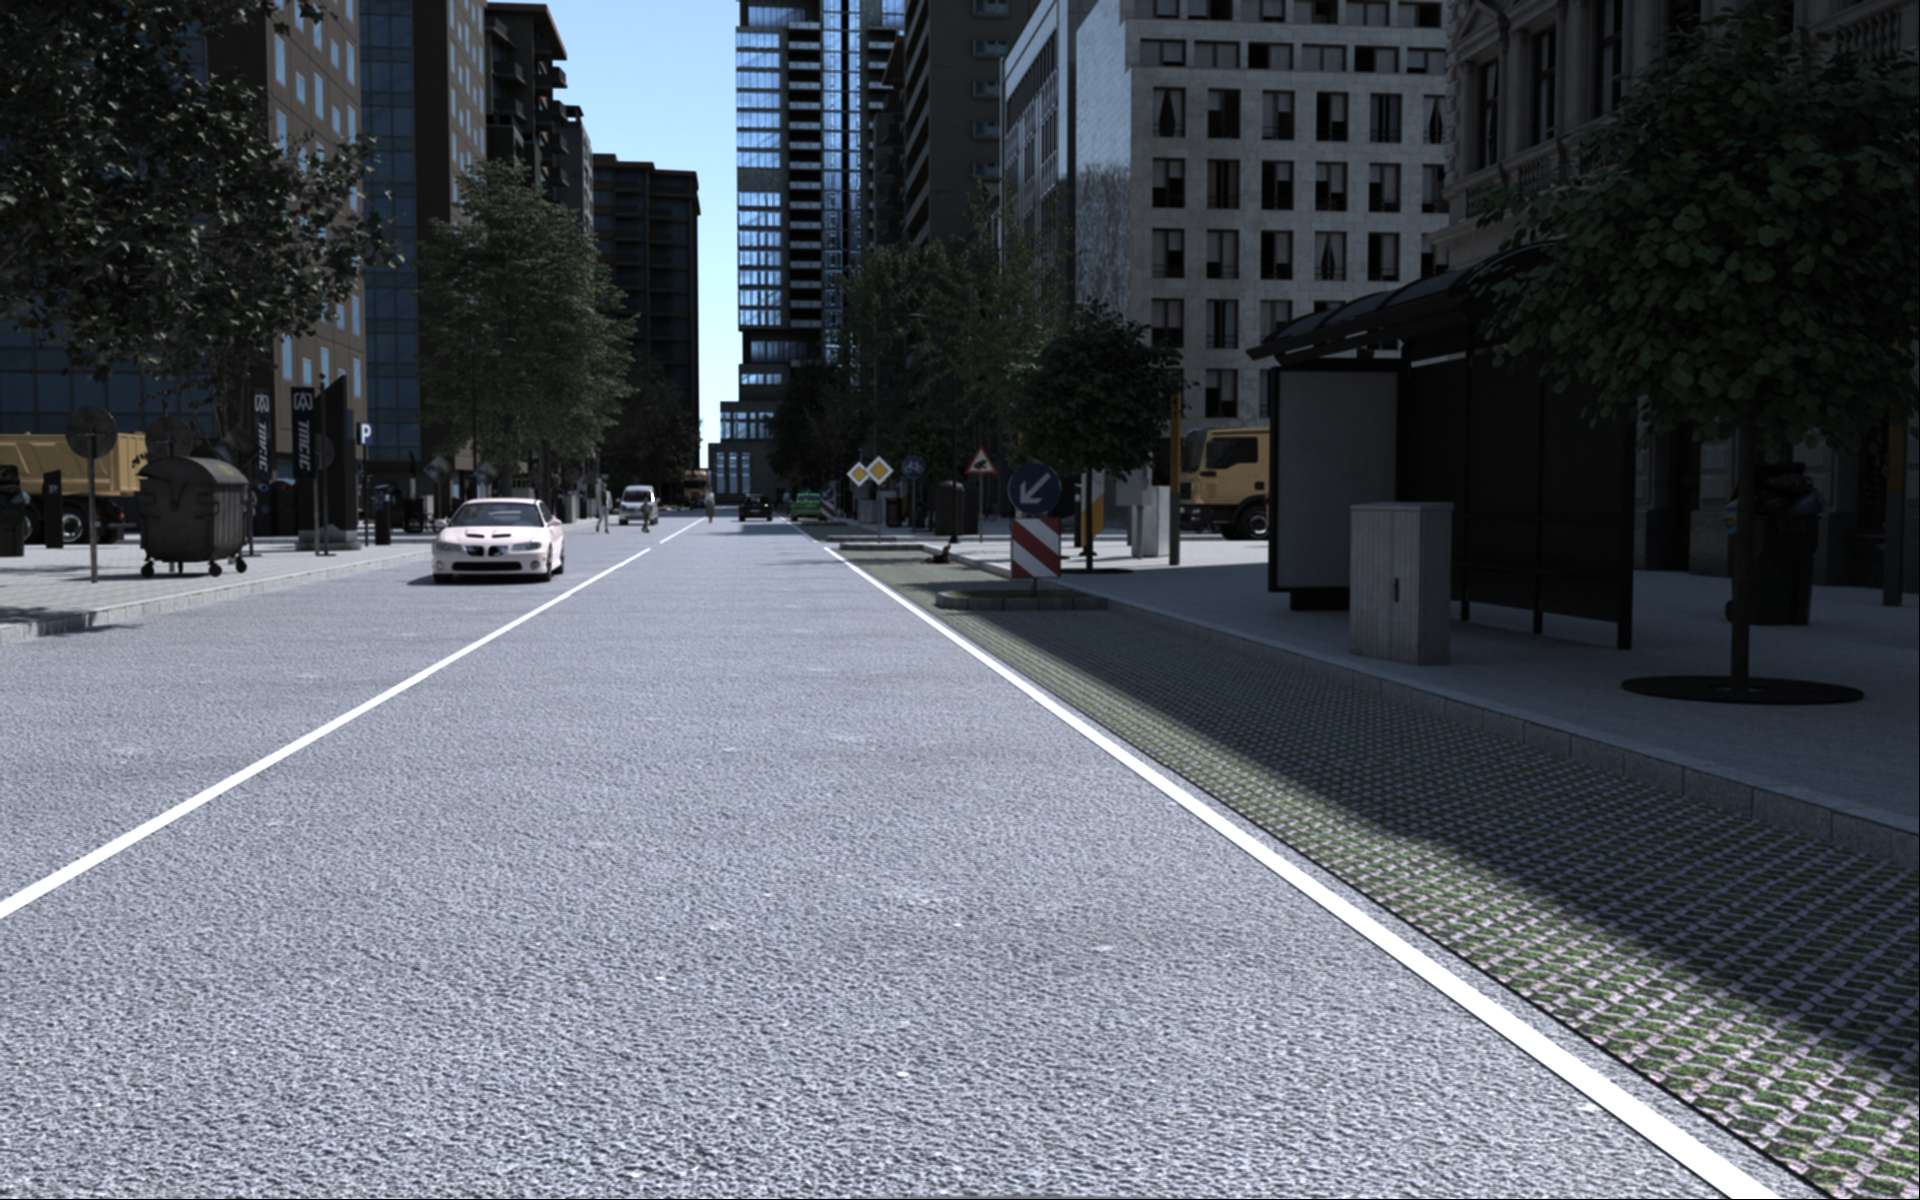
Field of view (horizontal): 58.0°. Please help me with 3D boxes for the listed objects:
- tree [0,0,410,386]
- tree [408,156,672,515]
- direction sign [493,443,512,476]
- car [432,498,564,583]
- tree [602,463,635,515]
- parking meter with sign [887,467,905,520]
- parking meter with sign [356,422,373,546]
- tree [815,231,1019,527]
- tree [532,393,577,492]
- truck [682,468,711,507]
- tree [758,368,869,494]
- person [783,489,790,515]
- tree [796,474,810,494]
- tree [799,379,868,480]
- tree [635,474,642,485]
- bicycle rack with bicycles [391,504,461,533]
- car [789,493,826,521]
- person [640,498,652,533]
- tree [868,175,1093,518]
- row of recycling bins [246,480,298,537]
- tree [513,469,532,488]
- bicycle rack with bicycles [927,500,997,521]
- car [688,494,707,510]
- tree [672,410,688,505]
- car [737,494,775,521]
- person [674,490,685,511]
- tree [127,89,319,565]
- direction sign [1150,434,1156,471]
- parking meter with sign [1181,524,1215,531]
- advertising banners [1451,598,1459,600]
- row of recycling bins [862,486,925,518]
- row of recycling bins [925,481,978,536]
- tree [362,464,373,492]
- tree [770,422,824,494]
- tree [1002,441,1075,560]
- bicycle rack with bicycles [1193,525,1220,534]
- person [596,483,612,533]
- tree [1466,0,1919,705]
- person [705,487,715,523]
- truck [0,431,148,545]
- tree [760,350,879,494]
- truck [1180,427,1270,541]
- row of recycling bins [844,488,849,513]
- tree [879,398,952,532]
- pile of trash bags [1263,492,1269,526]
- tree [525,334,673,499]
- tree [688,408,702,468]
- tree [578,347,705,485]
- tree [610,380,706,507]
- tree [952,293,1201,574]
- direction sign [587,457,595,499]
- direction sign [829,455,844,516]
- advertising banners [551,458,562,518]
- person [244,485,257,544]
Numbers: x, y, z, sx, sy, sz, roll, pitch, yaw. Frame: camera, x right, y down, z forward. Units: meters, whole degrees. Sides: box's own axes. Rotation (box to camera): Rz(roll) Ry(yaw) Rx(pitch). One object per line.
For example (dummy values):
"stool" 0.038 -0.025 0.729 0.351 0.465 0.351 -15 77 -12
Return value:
"tree" -11.319 -6.197 18.328 9.611 12.733 9.660 0 3 0
"tree" -15.125 -8.604 58.798 7.486 12.596 7.792 0 3 0
"direction sign" -20.210 -5.173 76.575 0.379 3.537 0.876 3 5 43
"car" -7.838 -1.057 29.651 2.083 1.381 4.827 -1 4 -9
"tree" -21.878 -6.990 108.894 1.663 3.219 1.824 0 3 0
"parking meter with sign" -3.260 -5.552 87.032 0.543 3.016 1.738 -2 4 -28
"parking meter with sign" -15.323 -2.829 42.509 1.738 3.016 0.543 1 4 14
"tree" -1.719 -8.666 67.448 9.928 11.665 9.643 0 3 0
"tree" -28.189 -10.378 120.050 4.737 8.622 4.395 0 3 0
"truck" -28.699 -12.258 189.337 2.839 4.237 11.283 0 4 -5
"tree" -13.641 -15.339 161.157 12.009 13.543 11.850 0 3 0
"person" -12.019 -6.834 120.461 0.478 1.798 0.641 2 4 26
"tree" -18.744 -15.499 203.765 4.737 8.622 4.395 0 3 0
"tree" -8.253 -10.080 115.165 4.360 8.622 3.978 0 3 0
"tree" -24.692 -8.203 128.728 1.663 3.219 1.824 0 3 0
"bicycle rack with bicycles" -17.902 -2.802 59.191 2.852 0.926 2.925 1 4 23
"car" -8.032 -5.076 91.792 1.959 1.807 4.718 0 4 -8
"person" -11.704 -3.173 64.643 0.475 1.303 0.640 -3 5 -45
"tree" 1.193 -5.454 39.531 4.737 8.622 4.395 0 3 0
"row of recycling bins" -21.093 -2.795 52.817 1.069 1.692 3.534 2 4 28
"tree" -29.327 -7.342 114.646 1.663 3.219 1.824 0 3 0
"bicycle rack with bicycles" -0.050 -4.162 81.424 2.852 0.926 2.925 -3 5 -40
"car" -23.813 -9.082 158.278 2.009 1.686 4.222 0 4 -7
"tree" -16.471 -9.316 70.442 7.486 12.596 7.792 0 3 0
"car" -10.843 -5.030 92.026 2.009 1.686 4.222 0 4 -5
"person" -23.815 -8.429 147.030 1.217 1.736 0.721 2 4 35
"tree" -13.457 -4.962 31.483 4.360 8.622 3.978 0 3 0
"direction sign" 6.358 -4.016 57.664 0.379 3.537 0.876 2 4 25
"parking meter with sign" 8.103 -3.941 60.696 1.738 3.016 0.543 0 4 1
"advertising banners" 6.127 -1.507 20.828 2.074 3.025 0.090 1 4 14
"row of recycling bins" -3.525 -5.290 93.600 3.534 1.692 1.069 -1 4 -13
"row of recycling bins" -0.135 -2.892 54.403 1.069 1.692 3.534 1 4 11
"tree" -32.084 -5.989 92.514 1.663 3.219 1.824 0 3 0
"tree" -17.496 -16.860 193.794 7.486 12.596 7.792 0 3 0
"tree" 1.547 -2.428 34.298 1.663 3.219 1.824 0 3 0
"bicycle rack with bicycles" 8.837 -2.631 56.393 2.925 0.926 2.852 -2 4 -27
"person" -13.051 -3.362 63.345 0.514 1.842 0.818 -3 4 -36
"tree" 5.097 -1.670 11.022 4.285 4.588 4.351 0 3 0
"person" -12.437 -4.736 86.167 0.478 1.798 0.641 0 4 3
"truck" -26.923 -3.042 45.668 9.791 3.379 3.469 0 4 -8
"tree" -11.313 -13.533 138.279 9.611 12.733 9.660 0 3 0
"truck" 10.494 -3.354 50.758 9.791 3.379 3.469 0 4 -6
"row of recycling bins" -7.889 -6.852 119.149 1.069 1.692 3.534 1 4 21
"tree" -0.942 -4.610 59.090 4.285 4.588 4.351 0 3 0
"pile of trash bags" 8.939 -2.058 43.409 3.447 1.369 1.912 -3 4 -36
"tree" -21.049 -10.113 99.755 8.767 10.594 7.601 -3 5 -39
"tree" -33.918 -17.372 202.164 7.486 12.596 7.792 0 3 0
"tree" -26.200 -14.232 143.071 12.009 13.543 11.850 0 3 0
"tree" -30.413 -15.719 174.010 9.611 12.733 9.660 0 3 0
"tree" 2.220 -2.735 28.432 4.285 4.588 4.351 0 3 0
"direction sign" -22.703 -7.006 106.551 0.379 3.537 0.876 1 4 19
"direction sign" -7.245 -6.689 101.367 0.876 3.537 0.379 0 4 -2
"advertising banners" -19.662 -5.389 84.299 0.090 3.025 2.074 -2 4 -27
"person" -19.102 -2.304 46.359 0.537 1.800 0.526 -1 4 -11
